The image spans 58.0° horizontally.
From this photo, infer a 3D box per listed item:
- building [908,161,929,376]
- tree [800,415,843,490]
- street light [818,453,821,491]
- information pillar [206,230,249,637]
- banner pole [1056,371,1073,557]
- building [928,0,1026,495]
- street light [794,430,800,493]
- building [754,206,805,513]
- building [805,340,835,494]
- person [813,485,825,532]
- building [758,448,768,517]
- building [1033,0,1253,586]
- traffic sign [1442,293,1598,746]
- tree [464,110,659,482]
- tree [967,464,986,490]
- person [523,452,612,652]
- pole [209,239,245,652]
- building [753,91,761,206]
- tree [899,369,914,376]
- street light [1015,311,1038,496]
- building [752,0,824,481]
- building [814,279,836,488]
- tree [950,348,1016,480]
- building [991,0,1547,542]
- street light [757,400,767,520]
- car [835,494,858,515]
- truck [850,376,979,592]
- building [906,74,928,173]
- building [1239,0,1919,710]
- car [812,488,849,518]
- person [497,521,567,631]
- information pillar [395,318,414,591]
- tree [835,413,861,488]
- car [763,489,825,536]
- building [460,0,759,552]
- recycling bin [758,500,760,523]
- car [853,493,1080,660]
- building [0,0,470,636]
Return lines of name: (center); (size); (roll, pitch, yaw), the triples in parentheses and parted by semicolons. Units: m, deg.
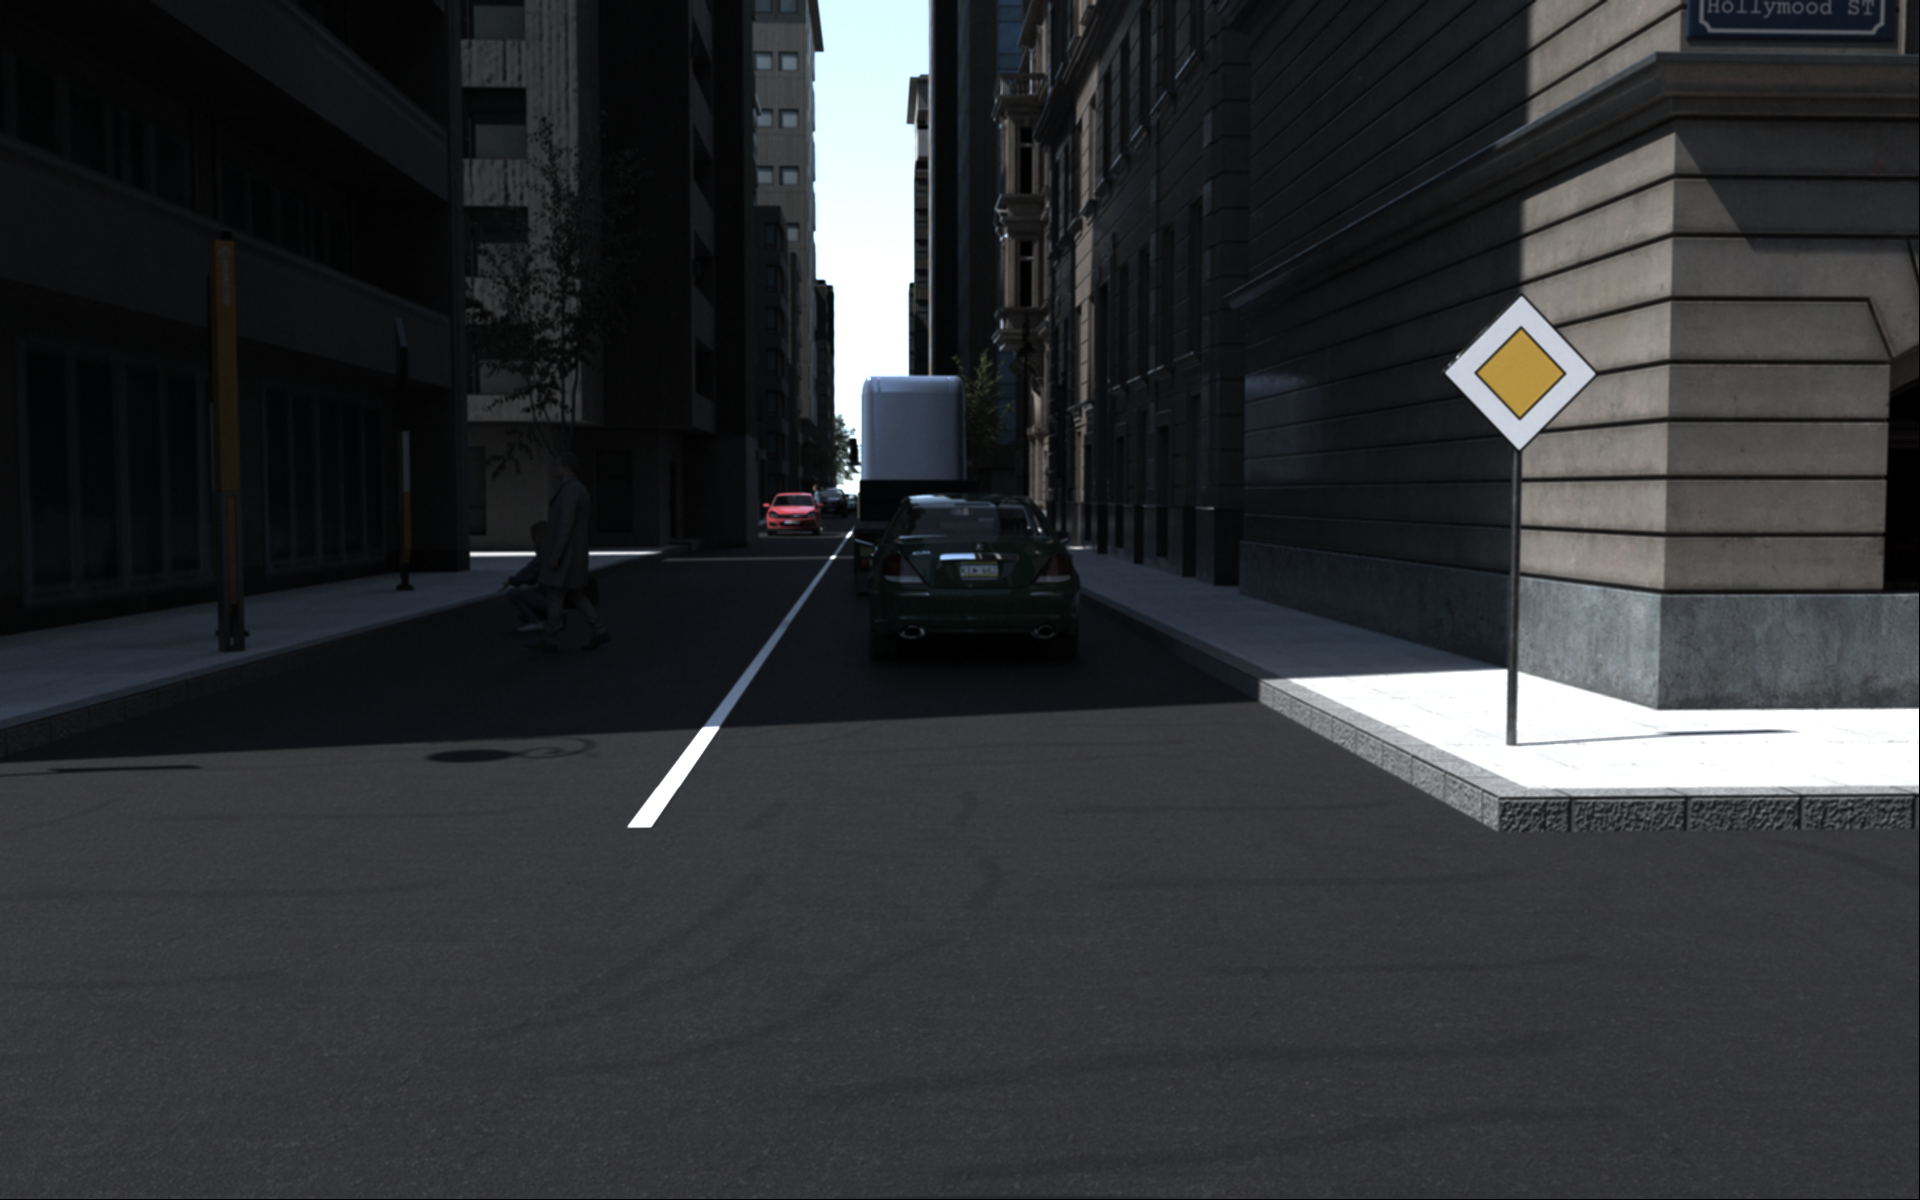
building: (2.909, -23.325, 153.063); (14.160, 30.474, 14.107); (0, 4, -3)
tree: (-13.144, -12.866, 160.719); (4.360, 8.622, 3.978); (0, 3, 0)
street light: (-13.741, -11.968, 168.457); (0.468, 5.910, 1.993); (0, 4, -3)
information pillar: (-6.636, -1.484, 15.619); (0.183, 3.616, 0.504); (-3, 5, -41)
banner pole: (2.042, -2.752, 35.010); (0.401, 3.779, 0.863); (1, 4, 15)
building: (5.021, -28.373, 114.014); (14.600, 45.320, 14.200); (0, 4, -3)
street light: (-11.644, -9.263, 124.244); (0.468, 5.910, 1.993); (0, 4, -3)
building: (-25.240, -16.687, 117.879); (27.650, 21.520, 28.899); (0, 4, -3)
building: (-29.306, -22.215, 208.258); (27.650, 21.520, 28.899); (0, 4, -3)
person: (-5.251, -3.398, 64.395); (0.444, 1.785, 0.601); (1, 4, 16)
building: (-21.009, -39.972, 91.800); (20.563, 71.187, 20.611); (0, 4, -3)
building: (8.616, -14.586, 35.744); (12.463, 27.353, 25.104); (0, 4, -3)
traffic sign: (2.812, -0.314, 8.776); (0.795, 2.450, 0.064); (0, 4, -3)
tree: (-7.766, -5.061, 33.111); (4.360, 8.622, 3.978); (0, 3, 0)
tree: (0.298, -5.989, 92.522); (1.663, 3.219, 1.824); (0, 3, 0)
person: (-3.601, -0.442, 15.833); (0.767, 1.812, 0.694); (0, 3, 0)
pole: (-5.946, -1.235, 14.044); (0.158, 3.312, 0.155); (0, 3, 0)
building: (-29.550, -27.624, 143.531); (32.217, 40.220, 23.993); (0, 4, -3)
tree: (-4.359, -15.815, 168.940); (12.009, 13.543, 11.850); (0, 3, 0)
street light: (1.660, -4.342, 43.784); (0.468, 5.910, 1.993); (0, 4, -3)
building: (-28.686, -36.081, 179.158); (28.713, 52.752, 27.495); (0, 4, -3)
building: (-23.794, -28.014, 229.731); (14.160, 30.474, 14.107); (0, 4, -3)
tree: (0.740, -8.429, 88.176); (4.737, 8.622, 4.395); (0, 3, 0)
building: (8.542, -15.118, 66.259); (14.460, 24.649, 34.723); (0, 4, -3)
street light: (-9.766, -6.864, 85.019); (0.468, 5.910, 1.993); (0, 4, -3)
car: (-7.835, -6.828, 120.439); (1.959, 1.807, 4.718); (0, 4, -5)
truck: (-0.754, -2.681, 33.588); (2.967, 4.110, 18.799); (0, 4, -3)
building: (7.922, -38.302, 215.470); (28.713, 52.752, 27.495); (0, 4, -3)
building: (20.808, -12.011, 15.462); (34.723, 24.649, 14.460); (0, 4, -3)
car: (-7.996, -6.026, 107.205); (2.281, 1.827, 5.304); (0, 4, -2)
person: (-4.515, -0.254, 18.150); (0.738, 1.151, 1.012); (1, 4, 8)
information pillar: (-7.390, -1.935, 22.993); (0.183, 3.616, 0.504); (-2, 4, -26)
tree: (-17.427, -19.839, 242.487); (7.486, 12.596, 7.792); (0, 3, 0)
car: (-5.817, -3.165, 60.784); (2.155, 1.783, 4.494); (0, 4, -4)
building: (-12.691, -16.625, 43.520); (14.160, 30.474, 14.107); (0, 4, -3)
recycling bin: (-9.321, -3.956, 77.235); (0.722, 1.027, 0.722); (0, 4, 2)
car: (0.048, -0.283, 16.433); (2.131, 1.459, 4.920); (0, 4, -3)
building: (-18.437, -24.047, 16.864); (21.300, 48.544, 21.600); (0, 4, -3)
